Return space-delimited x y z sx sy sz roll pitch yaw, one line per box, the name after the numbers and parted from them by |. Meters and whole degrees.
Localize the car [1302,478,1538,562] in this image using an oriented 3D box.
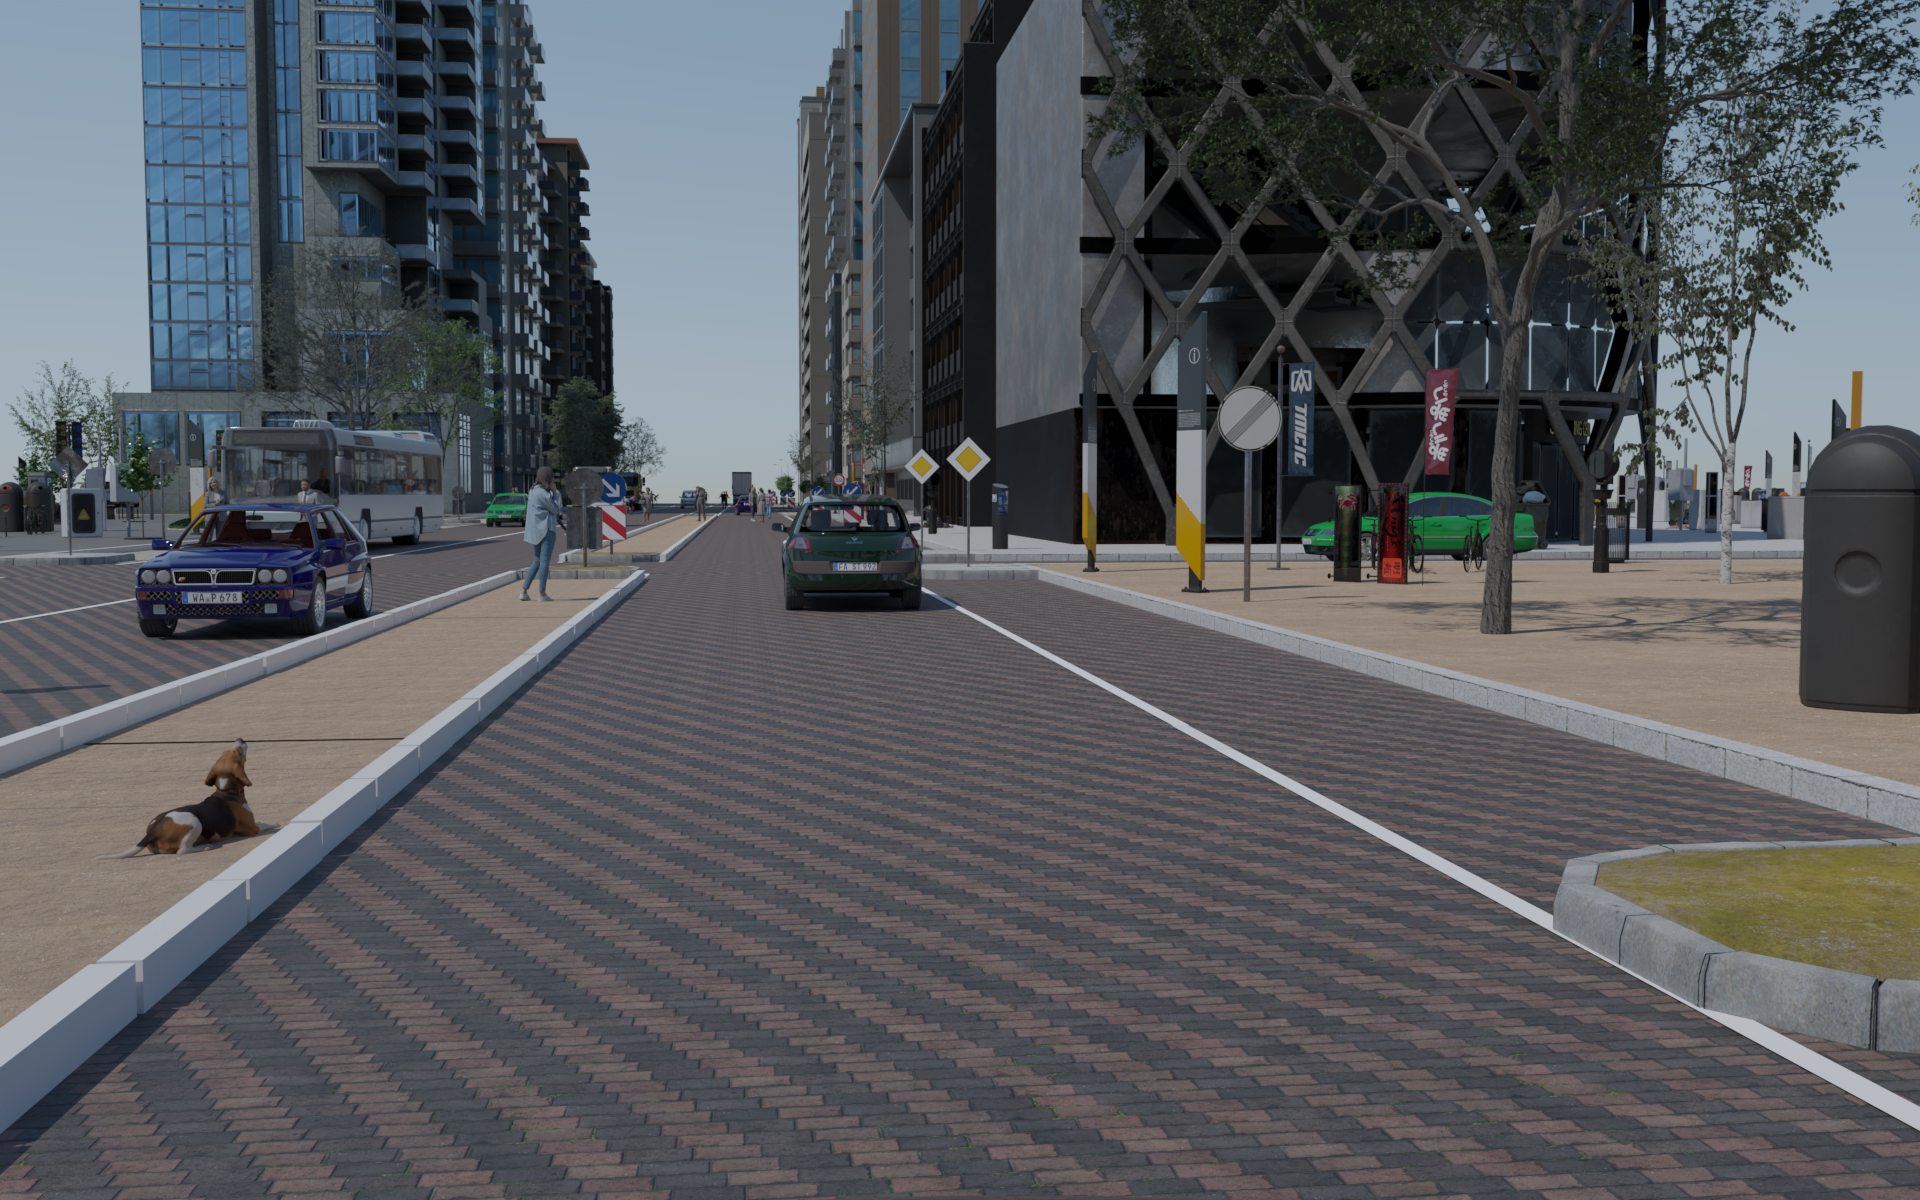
9.380 -1.634 35.513 4.718 1.807 1.959 0 4 -7 | car

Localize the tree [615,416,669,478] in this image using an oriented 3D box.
-50.177 -21.890 268.273 12.009 13.543 11.850 0 3 0 | tree

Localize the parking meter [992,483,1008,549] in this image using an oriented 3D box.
0.937 -1.950 40.296 0.372 1.533 0.369 0 3 0 | parking meter

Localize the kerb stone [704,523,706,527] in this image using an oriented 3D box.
-10.578 -2.979 70.899 0.120 0.150 1.000 0 4 -7 | kerb stone

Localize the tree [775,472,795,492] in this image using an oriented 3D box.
-26.458 -17.038 262.286 4.285 4.588 4.351 0 3 0 | tree

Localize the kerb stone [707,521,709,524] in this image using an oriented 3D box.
-11.208 -3.288 75.986 0.120 0.150 1.000 0 4 -7 | kerb stone

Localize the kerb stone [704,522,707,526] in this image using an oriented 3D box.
-10.700 -3.041 71.919 0.120 0.150 1.000 0 4 -7 | kerb stone

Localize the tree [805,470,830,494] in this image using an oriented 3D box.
-11.145 -8.819 138.791 1.663 3.219 1.824 0 3 0 | tree

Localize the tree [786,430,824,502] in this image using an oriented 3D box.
-17.679 -15.005 195.691 4.360 8.622 3.978 0 3 0 | tree

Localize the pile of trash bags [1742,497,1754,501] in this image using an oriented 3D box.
43.192 -5.386 97.819 3.447 1.369 1.912 2 4 29 | pile of trash bags

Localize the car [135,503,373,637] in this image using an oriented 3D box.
-7.541 -0.376 18.730 1.945 1.354 3.894 0 4 -8 | car

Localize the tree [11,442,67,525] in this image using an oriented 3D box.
-34.578 -4.289 64.722 1.663 3.219 1.824 0 3 0 | tree

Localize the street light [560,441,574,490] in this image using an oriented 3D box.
-34.241 -10.899 150.742 1.470 5.913 1.316 0 4 -7 | street light

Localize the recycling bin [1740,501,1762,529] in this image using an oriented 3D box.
29.683 -3.203 64.931 0.722 1.027 0.722 2 4 26 | recycling bin

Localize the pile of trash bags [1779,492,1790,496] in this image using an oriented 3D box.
39.349 -4.431 82.195 1.912 1.369 3.447 2 4 33 | pile of trash bags

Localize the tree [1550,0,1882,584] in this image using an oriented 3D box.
10.855 -4.546 24.687 4.360 8.622 3.978 0 3 0 | tree

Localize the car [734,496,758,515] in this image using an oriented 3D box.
-14.323 -6.404 117.280 1.945 1.354 3.894 -1 4 -9 | car

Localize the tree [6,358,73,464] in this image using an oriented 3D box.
-48.262 -8.702 92.644 4.737 8.622 4.395 0 3 0 | tree

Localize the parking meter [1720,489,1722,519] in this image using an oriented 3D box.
38.393 -4.827 87.336 0.372 1.533 0.369 0 3 0 | parking meter

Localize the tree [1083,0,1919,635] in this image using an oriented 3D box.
4.759 -4.948 15.310 8.767 10.594 7.601 2 4 25 | tree

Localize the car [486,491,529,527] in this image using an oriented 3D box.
-19.847 -4.147 76.604 1.959 1.807 4.718 0 4 -7 | car

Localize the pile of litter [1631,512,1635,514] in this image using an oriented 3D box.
44.886 -6.105 113.789 1.719 0.858 1.176 0 4 -7 | pile of litter

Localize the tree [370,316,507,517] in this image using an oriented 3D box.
-29.436 -10.518 97.727 9.928 11.665 9.643 0 3 0 | tree

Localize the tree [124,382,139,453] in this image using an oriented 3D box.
-51.914 -9.441 104.730 4.737 8.622 4.395 0 3 0 | tree

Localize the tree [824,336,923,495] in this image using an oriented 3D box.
-3.858 -7.909 79.667 4.360 8.622 3.978 0 3 0 | tree

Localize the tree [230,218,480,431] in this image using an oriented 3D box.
-26.857 -10.212 77.341 12.009 13.543 11.850 0 3 0 | tree

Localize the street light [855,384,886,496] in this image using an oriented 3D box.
-3.719 -6.157 73.210 1.470 5.913 1.316 0 4 -7 | street light

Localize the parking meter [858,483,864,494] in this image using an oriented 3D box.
-5.006 -4.943 86.535 0.399 1.863 0.255 0 4 5 | parking meter

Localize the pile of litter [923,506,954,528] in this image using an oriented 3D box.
-0.963 -3.166 65.730 1.176 0.858 1.719 -2 4 -34 | pile of litter

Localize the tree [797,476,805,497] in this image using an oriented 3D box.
-16.350 -11.547 183.387 1.663 3.219 1.824 0 3 0 | tree

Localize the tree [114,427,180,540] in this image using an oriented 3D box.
-23.128 -3.312 48.759 1.663 3.219 1.824 0 3 0 | tree

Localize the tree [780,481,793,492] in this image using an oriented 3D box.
-25.385 -15.712 251.489 1.663 3.219 1.824 0 3 0 | tree

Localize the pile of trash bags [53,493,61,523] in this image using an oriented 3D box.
-39.810 -4.124 77.178 1.912 1.369 3.447 0 4 1 | pile of trash bags

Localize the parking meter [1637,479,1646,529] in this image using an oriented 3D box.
25.178 -3.556 63.844 0.255 1.863 0.399 -2 4 -32 | parking meter

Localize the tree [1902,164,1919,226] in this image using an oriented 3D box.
15.548 -4.478 23.576 4.737 8.622 4.395 0 3 0 | tree

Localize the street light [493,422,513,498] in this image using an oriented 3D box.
-29.585 -8.533 112.048 1.470 5.913 1.316 0 4 -7 | street light

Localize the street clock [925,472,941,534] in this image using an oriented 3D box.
-0.875 -3.181 56.577 0.471 2.002 0.358 -3 5 -41 | street clock

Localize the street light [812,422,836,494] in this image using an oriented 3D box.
-8.650 -8.558 112.459 1.470 5.913 1.316 0 4 -7 | street light

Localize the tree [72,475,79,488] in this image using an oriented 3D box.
-37.817 -4.794 72.987 1.663 3.219 1.824 0 3 0 | tree

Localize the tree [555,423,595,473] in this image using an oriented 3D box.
-38.955 -13.810 176.147 4.360 8.622 3.978 0 3 0 | tree

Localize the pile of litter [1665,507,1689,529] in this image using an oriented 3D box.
26.949 -3.047 63.783 1.719 0.858 1.176 3 4 38 | pile of litter

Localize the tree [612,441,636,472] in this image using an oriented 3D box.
-43.673 -16.567 221.227 4.737 8.622 4.395 0 3 0 | tree

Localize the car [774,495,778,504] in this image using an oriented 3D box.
-25.870 -13.949 237.652 1.945 1.707 3.694 0 4 -8 | car

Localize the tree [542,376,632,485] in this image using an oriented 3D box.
-39.838 -17.017 184.877 9.857 13.997 8.962 0 3 0 | tree

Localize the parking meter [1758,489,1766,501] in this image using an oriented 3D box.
41.194 -4.926 88.954 0.372 1.533 0.369 0 3 0 | parking meter

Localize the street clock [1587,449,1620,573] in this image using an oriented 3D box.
10.435 -1.442 28.142 0.358 2.002 0.471 -2 4 -33 | street clock

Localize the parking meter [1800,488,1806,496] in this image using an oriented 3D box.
32.960 -3.639 67.915 0.372 1.533 0.369 0 3 0 | parking meter

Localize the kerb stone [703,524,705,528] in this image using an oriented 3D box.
-10.326 -2.852 68.866 0.120 0.150 1.000 0 4 -7 | kerb stone

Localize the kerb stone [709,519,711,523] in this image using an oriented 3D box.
-11.849 -3.602 81.094 0.120 0.150 1.000 0 4 -7 | kerb stone

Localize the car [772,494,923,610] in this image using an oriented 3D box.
-1.475 -0.799 22.844 2.009 1.686 4.222 0 4 -6 | car

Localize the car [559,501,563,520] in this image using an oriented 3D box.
-23.017 -5.292 96.122 1.945 1.707 3.694 -1 4 -8 | car

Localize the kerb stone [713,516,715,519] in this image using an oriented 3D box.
-13.250 -4.285 92.265 0.120 0.150 1.000 0 4 -7 | kerb stone
